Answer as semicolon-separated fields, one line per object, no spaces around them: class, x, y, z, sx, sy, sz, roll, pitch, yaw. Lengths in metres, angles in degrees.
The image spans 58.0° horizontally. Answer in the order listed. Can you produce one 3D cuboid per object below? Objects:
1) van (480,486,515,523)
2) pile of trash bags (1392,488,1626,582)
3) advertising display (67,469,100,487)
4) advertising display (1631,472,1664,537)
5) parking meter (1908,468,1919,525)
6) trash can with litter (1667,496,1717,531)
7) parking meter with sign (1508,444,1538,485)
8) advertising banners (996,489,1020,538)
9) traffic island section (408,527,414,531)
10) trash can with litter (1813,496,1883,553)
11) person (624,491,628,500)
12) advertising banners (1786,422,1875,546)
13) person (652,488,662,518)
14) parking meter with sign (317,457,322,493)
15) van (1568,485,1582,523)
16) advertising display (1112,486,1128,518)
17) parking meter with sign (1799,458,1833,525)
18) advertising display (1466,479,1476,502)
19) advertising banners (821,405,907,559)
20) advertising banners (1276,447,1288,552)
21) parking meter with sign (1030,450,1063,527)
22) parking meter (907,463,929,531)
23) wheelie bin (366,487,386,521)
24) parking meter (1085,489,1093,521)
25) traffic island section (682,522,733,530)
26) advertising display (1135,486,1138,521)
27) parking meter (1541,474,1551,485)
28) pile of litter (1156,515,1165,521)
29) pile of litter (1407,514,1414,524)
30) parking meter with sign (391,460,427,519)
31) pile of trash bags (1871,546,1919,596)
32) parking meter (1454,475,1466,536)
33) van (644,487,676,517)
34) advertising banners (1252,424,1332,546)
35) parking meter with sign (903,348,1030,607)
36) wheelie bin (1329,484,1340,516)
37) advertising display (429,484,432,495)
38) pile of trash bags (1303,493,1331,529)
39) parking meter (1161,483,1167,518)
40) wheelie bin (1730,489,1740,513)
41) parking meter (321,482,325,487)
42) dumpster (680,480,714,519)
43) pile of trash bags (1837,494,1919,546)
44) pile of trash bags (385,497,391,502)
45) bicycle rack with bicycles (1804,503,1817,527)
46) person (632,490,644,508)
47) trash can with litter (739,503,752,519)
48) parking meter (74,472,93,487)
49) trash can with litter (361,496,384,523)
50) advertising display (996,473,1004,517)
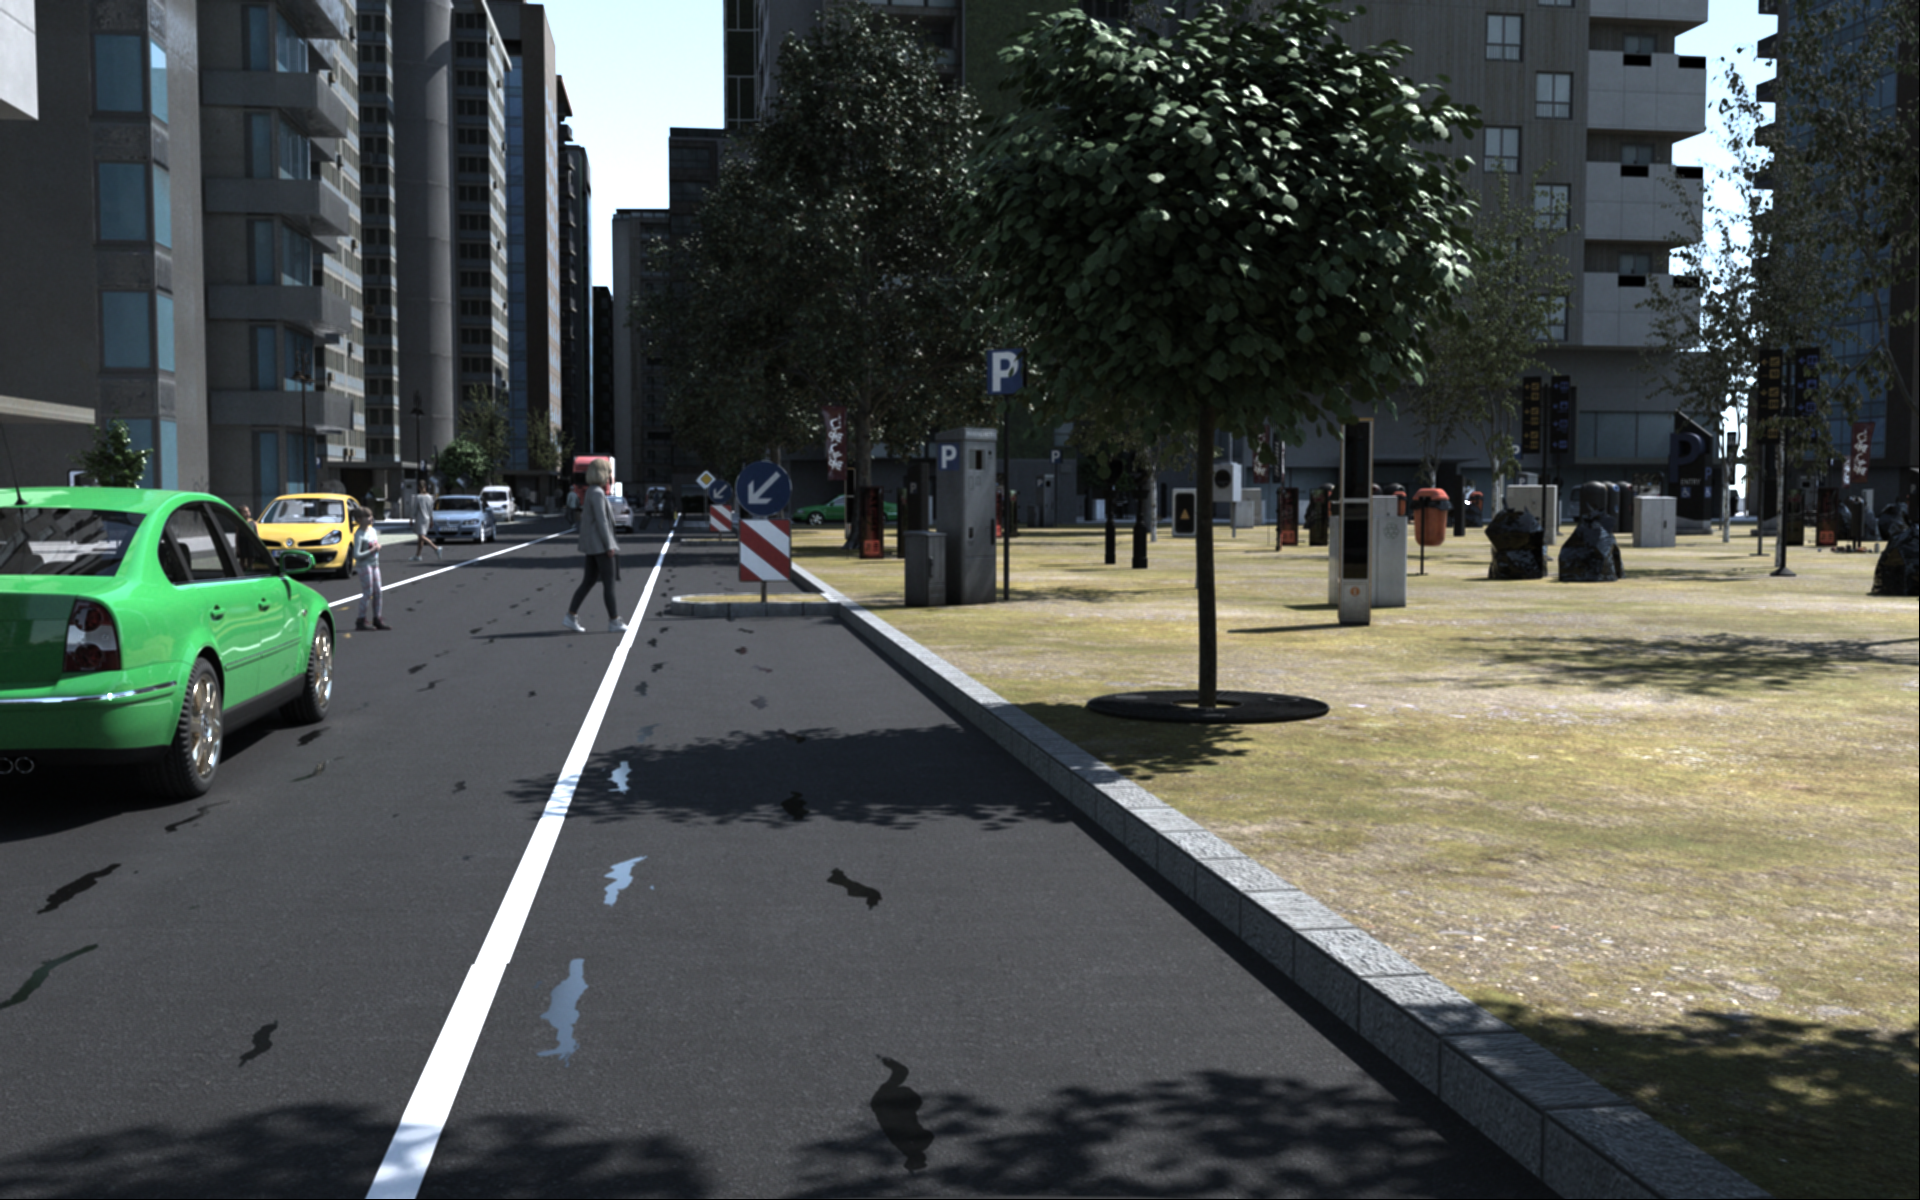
van;-23.559;-4.941;87.804;2.013;2.044;4.112;-1;4;-10
pile of trash bags;8.569;-1.043;26.801;3.447;1.369;1.912;3;5;41
advertising display;-22.753;-2.449;45.251;0.974;1.923;0.123;-2;4;-33
advertising display;20.384;-2.823;51.375;0.123;1.923;0.974;-3;4;-36
parking meter;21.457;-2.023;38.779;0.255;1.863;0.399;0;4;-4
trash can with litter;24.990;-2.993;59.990;2.233;1.210;1.678;2;4;34
parking meter with sign;19.968;-3.952;60.869;1.738;3.016;0.543;-3;5;-39
advertising banners;1.086;-3.307;50.250;0.090;3.025;2.074;3;4;39
traffic island section;-20.700;-2.851;68.892;2.009;0.180;2.903;-1;4;-9
trash can with litter;19.944;-1.674;38.423;1.678;1.210;2.233;1;4;16
person;-32.800;-9.812;169.648;0.721;1.743;1.217;-3;5;-39
advertising banners;21.309;-2.837;42.568;2.074;3.025;0.090;3;5;41
person;-18.243;-5.855;104.255;0.654;1.822;0.581;0;4;-8
parking meter with sign;-30.444;-5.158;80.591;0.543;3.016;1.738;1;4;16
van;30.448;-4.492;80.455;4.112;2.044;2.013;-1;4;-9
advertising display;8.422;-5.272;91.404;0.974;1.923;0.123;-1;4;-21
parking meter with sign;35.611;-4.675;72.690;1.738;3.016;0.543;3;4;36
advertising display;22.300;-4.347;76.292;0.974;1.923;0.123;-2;4;-26
advertising banners;-1.726;-2.331;34.304;2.074;3.025;0.090;-1;4;-16
advertising banners;7.304;-2.645;39.440;0.090;3.025;2.074;1;4;14
parking meter with sign;3.269;-4.341;67.239;0.543;3.016;1.738;3;4;37
parking meter;-0.803;-1.666;32.949;0.255;1.863;0.399;-3;5;-43
wheelie bin;-27.930;-4.575;82.703;0.693;1.594;0.980;2;4;30
parking meter;6.550;-4.874;88.099;0.372;1.533;0.369;0;3;0
traffic island section;-10.285;-2.950;70.517;2.009;0.180;2.903;-1;4;-9
advertising display;7.068;-3.864;68.386;0.123;1.923;0.974;0;4;-5
parking meter;17.150;-2.755;50.750;0.255;1.863;0.399;1;4;15
pile of litter;9.241;-4.211;82.817;1.719;0.858;1.176;-3;5;-41
pile of litter;19.434;-3.641;73.501;1.176;0.858;1.719;-3;5;-44
parking meter with sign;-28.124;-5.630;88.309;1.738;3.016;0.543;-3;5;-40
pile of trash bags;13.505;-0.732;21.714;3.447;1.369;1.912;0;3;0
parking meter;15.201;-2.872;52.675;0.255;1.863;0.399;2;4;33
van;-18.761;-6.184;108.124;2.013;2.044;4.112;0;4;-8
advertising banners;8.221;-2.873;43.154;2.074;3.025;0.090;1;4;20
parking meter with sign;0.049;-1.465;20.221;0.543;3.016;1.738;3;4;38
wheelie bin;12.130;-2.875;54.916;0.693;1.594;0.980;-3;5;-44
advertising display;-35.902;-6.804;116.461;0.974;1.923;0.123;2;4;27
pile of trash bags;13.541;-3.292;63.570;1.912;1.369;3.447;1;4;12
parking meter;10.862;-5.299;92.348;0.255;1.863;0.399;1;4;17
wheelie bin;51.213;-6.548;114.963;0.980;1.594;0.693;0;4;1
parking meter;-31.123;-4.842;84.883;0.255;1.863;0.399;-3;5;-41
dumpster;-14.950;-5.744;98.868;1.985;2.255;1.502;-1;4;-9
pile of trash bags;25.140;-2.291;47.207;1.912;1.369;3.447;-1;4;-10
pile of trash bags;-37.245;-6.420;114.716;3.447;1.369;1.912;-3;4;-36
bicycle rack with bicycles;32.955;-3.323;67.719;2.925;0.926;2.852;0;4;0
person;-32.918;-10.314;177.221;1.350;1.814;0.705;-1;4;-18
trash can with litter;-10.415;-4.488;84.760;0.624;1.170;1.055;-2;4;-27
parking meter;-22.501;-2.371;44.475;0.255;1.863;0.399;2;4;32
trash can with litter;-26.927;-4.119;78.405;1.678;1.210;2.233;-2;4;-29
advertising display;1.099;-2.929;53.109;0.974;1.923;0.123;3;5;43
